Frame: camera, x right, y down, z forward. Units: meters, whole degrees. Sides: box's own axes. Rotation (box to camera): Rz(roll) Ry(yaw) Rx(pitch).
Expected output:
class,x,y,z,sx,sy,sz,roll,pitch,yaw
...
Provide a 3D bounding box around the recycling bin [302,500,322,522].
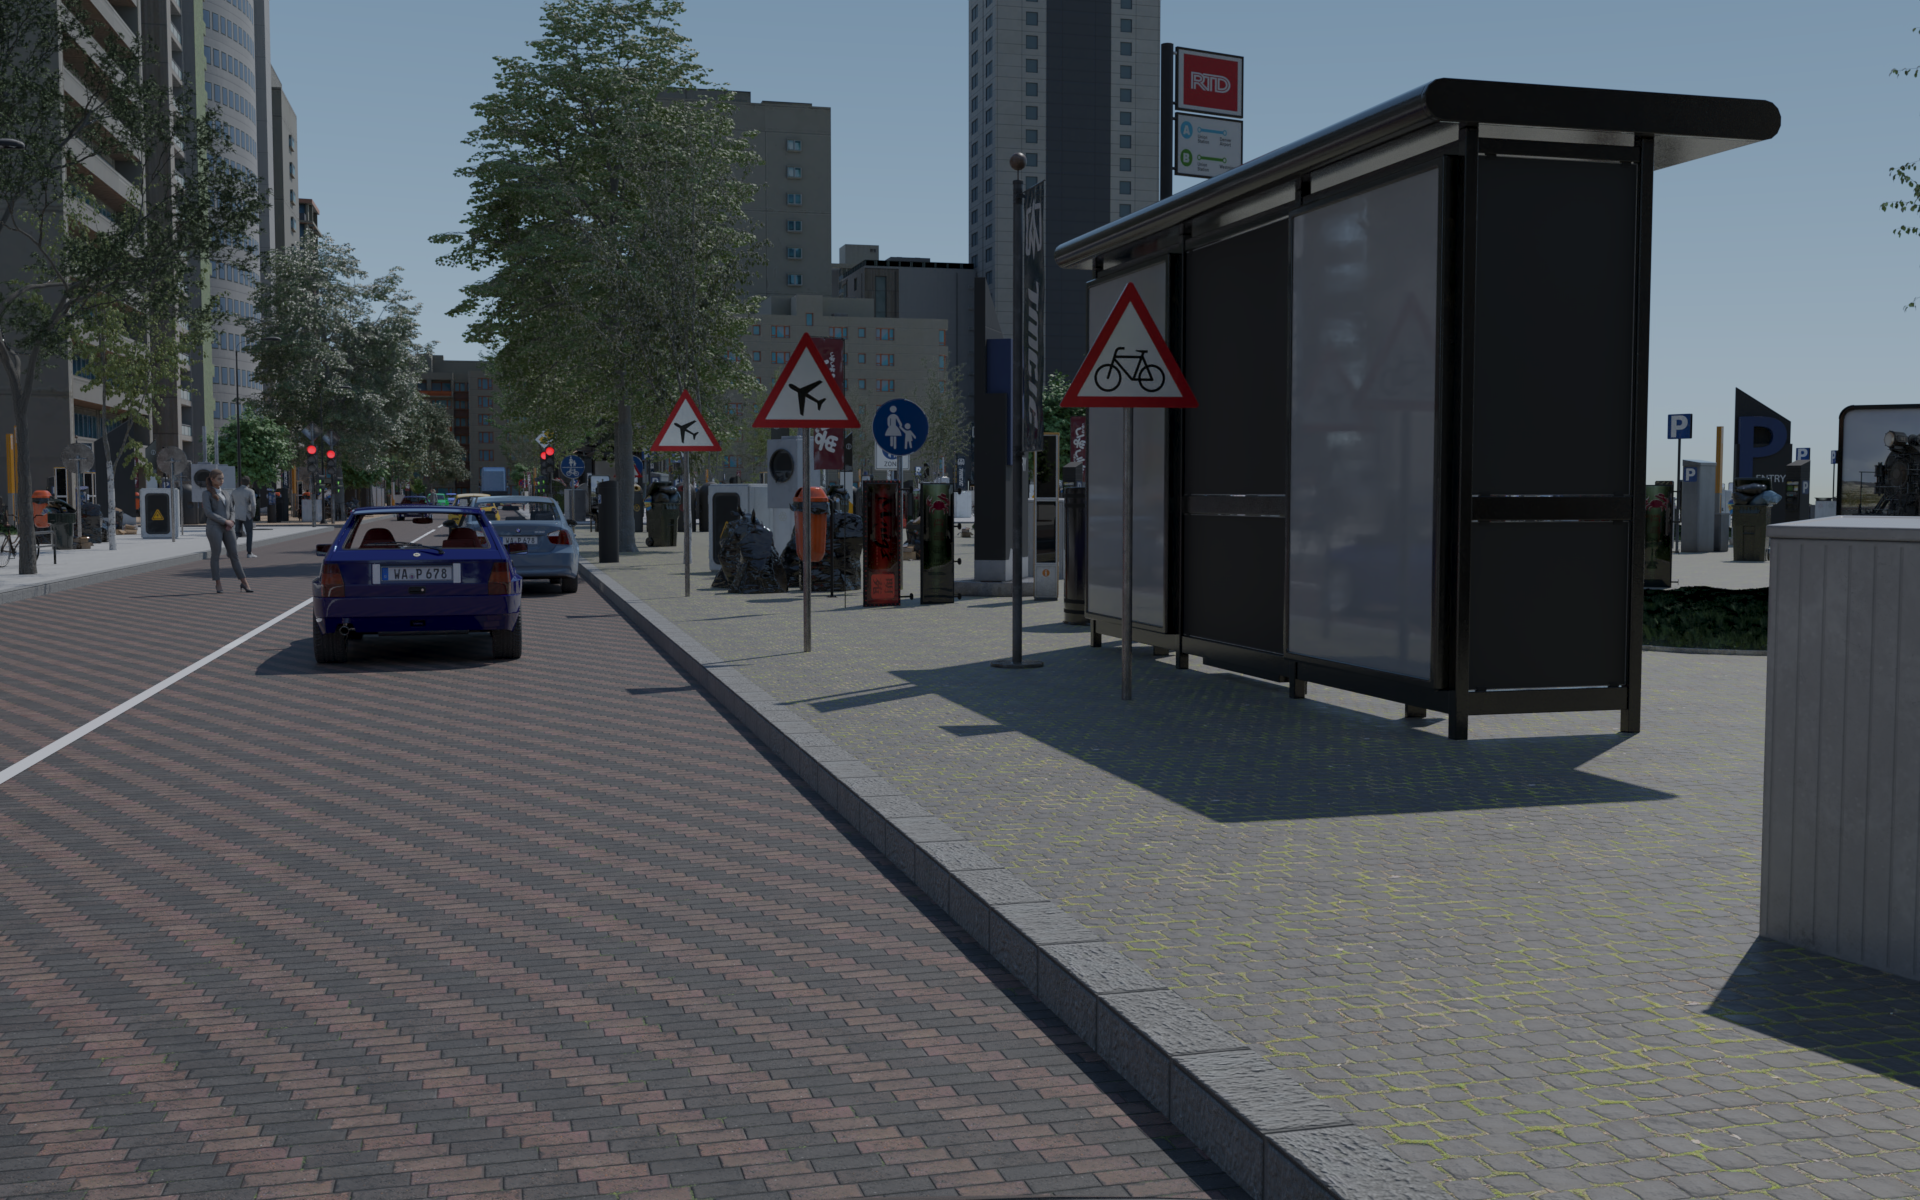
class,x,y,z,sx,sy,sz,roll,pitch,yaw
recycling bin,-29.636,-4.076,79.195,0.722,1.027,0.722,0,4,-7

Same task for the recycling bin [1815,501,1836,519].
class,x,y,z,sx,sy,sz,roll,pitch,yaw
recycling bin,31.036,-3.024,61.994,0.722,1.027,0.722,2,4,32

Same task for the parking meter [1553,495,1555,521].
class,x,y,z,sx,sy,sz,roll,pitch,yaw
parking meter,24.073,-3.912,69.679,0.255,1.863,0.399,-2,4,-27

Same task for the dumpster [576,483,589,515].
class,x,y,z,sx,sy,sz,roll,pitch,yaw
dumpster,-19.163,-5.109,89.295,1.264,1.857,1.865,-1,4,-15

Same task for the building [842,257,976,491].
class,x,y,z,sx,sy,sz,roll,pitch,yaw
building,-6.505,-27.141,215.459,14.107,30.474,14.160,-1,4,-15

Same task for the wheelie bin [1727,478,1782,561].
class,x,y,z,sx,sy,sz,roll,pitch,yaw
wheelie bin,15.241,-1.552,33.277,0.980,1.594,0.693,2,4,33

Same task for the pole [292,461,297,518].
class,x,y,z,sx,sy,sz,roll,pitch,yaw
pole,-36.299,-6.151,94.414,0.158,3.312,0.155,0,3,0

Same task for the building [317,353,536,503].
class,x,y,z,sx,sy,sz,roll,pitch,yaw
building,-77.590,-25.044,254.504,28.899,21.520,27.650,-1,4,-15

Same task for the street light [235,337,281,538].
class,x,y,z,sx,sy,sz,roll,pitch,yaw
street light,-20.745,-4.811,51.195,1.470,5.913,1.316,-1,4,-15

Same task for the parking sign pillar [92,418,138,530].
class,x,y,z,sx,sy,sz,roll,pitch,yaw
parking sign pillar,-29.660,-4.417,60.688,1.447,3.967,1.447,-3,5,-43

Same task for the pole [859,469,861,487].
class,x,y,z,sx,sy,sz,roll,pitch,yaw
pole,-8.224,-9.068,142.099,0.158,3.312,0.155,0,3,0

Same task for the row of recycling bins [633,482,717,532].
class,x,y,z,sx,sy,sz,roll,pitch,yaw
row of recycling bins,-9.836,-3.161,58.795,3.534,1.692,1.069,-1,4,-13

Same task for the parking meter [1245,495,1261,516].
class,x,y,z,sx,sy,sz,roll,pitch,yaw
parking meter,6.660,-2.056,39.330,0.255,1.863,0.399,-1,4,-16

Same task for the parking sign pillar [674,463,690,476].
class,x,y,z,sx,sy,sz,roll,pitch,yaw
parking sign pillar,-15.651,-6.661,97.373,1.447,3.967,1.447,-2,4,-35

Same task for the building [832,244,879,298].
class,x,y,z,sx,sy,sz,roll,pitch,yaw
building,-15.530,-35.518,272.595,23.993,40.220,32.217,-1,4,-15

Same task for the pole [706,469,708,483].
class,x,y,z,sx,sy,sz,roll,pitch,yaw
pole,-20.809,-9.091,142.485,0.158,3.312,0.155,0,3,0

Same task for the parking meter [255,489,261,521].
class,x,y,z,sx,sy,sz,roll,pitch,yaw
parking meter,-33.586,-4.540,82.634,0.372,1.533,0.369,0,3,0

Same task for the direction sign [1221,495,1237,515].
class,x,y,z,sx,sy,sz,roll,pitch,yaw
direction sign,3.257,-1.795,21.344,0.379,3.537,0.876,-1,4,-14

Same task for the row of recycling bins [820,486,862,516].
class,x,y,z,sx,sy,sz,roll,pitch,yaw
row of recycling bins,-5.814,-4.761,84.948,3.534,1.692,1.069,2,4,31

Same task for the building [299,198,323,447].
class,x,y,z,sx,sy,sz,roll,pitch,yaw
building,-105.312,-36.035,243.792,28.867,44.769,22.147,-1,4,-15

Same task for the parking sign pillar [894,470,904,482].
class,x,y,z,sx,sy,sz,roll,pitch,yaw
parking sign pillar,-3.501,-6.671,97.539,1.447,3.967,1.447,1,4,13

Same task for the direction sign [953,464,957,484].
class,x,y,z,sx,sy,sz,roll,pitch,yaw
direction sign,-0.143,-8.419,129.649,0.876,3.537,0.379,1,4,22

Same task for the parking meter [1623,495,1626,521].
class,x,y,z,sx,sy,sz,roll,pitch,yaw
parking meter,15.891,-2.006,41.211,0.372,1.533,0.369,0,3,0

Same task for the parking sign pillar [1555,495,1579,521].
class,x,y,z,sx,sy,sz,roll,pitch,yaw
parking sign pillar,21.576,-4.429,60.893,1.447,3.967,1.447,-2,4,-25

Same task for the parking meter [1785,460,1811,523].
class,x,y,z,sx,sy,sz,roll,pitch,yaw
parking meter,14.245,-1.454,29.482,0.399,1.863,0.255,-3,4,-37

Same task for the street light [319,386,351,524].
class,x,y,z,sx,sy,sz,roll,pitch,yaw
street light,-26.838,-6.232,74.439,1.470,5.913,1.316,-1,4,-15

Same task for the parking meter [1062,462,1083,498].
class,x,y,z,sx,sy,sz,roll,pitch,yaw
parking meter,2.030,-1.563,31.266,0.255,1.863,0.399,2,4,28

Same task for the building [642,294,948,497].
class,x,y,z,sx,sy,sz,roll,pitch,yaw
building,-18.266,-20.605,181.929,27.650,21.520,28.899,-1,4,-15

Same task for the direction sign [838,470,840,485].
class,x,y,z,sx,sy,sz,roll,pitch,yaw
direction sign,-6.672,-6.364,96.047,0.379,3.537,0.876,1,4,9

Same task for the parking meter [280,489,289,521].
class,x,y,z,sx,sy,sz,roll,pitch,yaw
parking meter,-31.726,-4.460,81.329,0.372,1.533,0.369,0,3,0

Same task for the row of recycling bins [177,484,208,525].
class,x,y,z,sx,sy,sz,roll,pitch,yaw
row of recycling bins,-32.867,-4.095,74.070,1.069,1.692,3.534,-1,4,-14

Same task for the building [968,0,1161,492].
class,x,y,z,sx,sy,sz,roll,pitch,yaw
building,11.384,-47.477,214.505,20.611,71.187,20.563,-1,4,-15

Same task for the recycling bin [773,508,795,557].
class,x,y,z,sx,sy,sz,roll,pitch,yaw
recycling bin,-3.362,-1.215,32.424,0.722,1.027,0.722,-3,4,-38

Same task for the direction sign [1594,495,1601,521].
class,x,y,z,sx,sy,sz,roll,pitch,yaw
direction sign,6.947,-1.641,18.829,0.876,3.537,0.379,3,4,37

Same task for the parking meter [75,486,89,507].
class,x,y,z,sx,sy,sz,roll,pitch,yaw
parking meter,-27.034,-2.749,53.363,0.372,1.533,0.369,0,3,0

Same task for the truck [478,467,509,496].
class,x,y,z,sx,sy,sz,roll,pitch,yaw
truck,-45.189,-10.925,168.384,2.967,4.110,18.799,-1,4,-16

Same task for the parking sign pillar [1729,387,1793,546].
class,x,y,z,sx,sy,sz,roll,pitch,yaw
parking sign pillar,20.125,-3.362,43.433,1.447,3.967,1.447,1,4,15

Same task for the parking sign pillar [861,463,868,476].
class,x,y,z,sx,sy,sz,roll,pitch,yaw
parking sign pillar,-8.174,-9.907,150.448,1.447,3.967,1.447,1,4,14

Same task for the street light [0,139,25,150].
class,x,y,z,sx,sy,sz,roll,pitch,yaw
street light,-12.931,-3.067,22.683,1.470,5.913,1.316,-1,4,-15

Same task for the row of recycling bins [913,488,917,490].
class,x,y,z,sx,sy,sz,roll,pitch,yaw
row of recycling bins,-3.641,-8.598,147.693,1.069,1.692,3.534,-1,4,-23

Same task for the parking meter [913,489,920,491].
class,x,y,z,sx,sy,sz,roll,pitch,yaw
parking meter,-2.102,-4.616,83.874,0.372,1.533,0.369,0,3,0

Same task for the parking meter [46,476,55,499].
class,x,y,z,sx,sy,sz,roll,pitch,yaw
parking meter,-26.999,-2.810,51.649,0.399,1.863,0.255,-3,5,-40

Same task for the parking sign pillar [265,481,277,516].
class,x,y,z,sx,sy,sz,roll,pitch,yaw
parking sign pillar,-41.086,-6.961,102.286,1.447,3.967,1.447,-3,4,-38

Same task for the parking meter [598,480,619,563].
class,x,y,z,sx,sy,sz,roll,pitch,yaw
parking meter,-6.576,-1.468,32.408,0.372,1.533,0.369,0,3,0

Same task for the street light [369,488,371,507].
class,x,y,z,sx,sy,sz,roll,pitch,yaw
street light,-34.711,-8.006,103.446,1.470,5.913,1.316,-1,4,-15

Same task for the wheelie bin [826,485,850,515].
class,x,y,z,sx,sy,sz,roll,pitch,yaw
wheelie bin,-4.137,-3.111,58.766,0.693,1.594,0.980,2,4,35

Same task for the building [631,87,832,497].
class,x,y,z,sx,sy,sz,roll,pitch,yaw
building,-27.315,-35.541,204.789,21.300,48.544,21.600,-1,4,-15

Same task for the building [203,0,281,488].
class,x,y,z,sx,sy,sz,roll,pitch,yaw
building,-73.953,-37.436,154.078,21.231,58.520,28.212,-1,4,-15

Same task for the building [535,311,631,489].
class,x,y,z,sx,sy,sz,roll,pitch,yaw
building,-54.921,-29.418,252.686,14.107,30.474,14.160,-1,4,-15

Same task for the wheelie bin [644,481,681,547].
class,x,y,z,sx,sy,sz,roll,pitch,yaw
wheelie bin,-7.242,-2.106,42.341,0.693,1.594,0.980,2,4,35

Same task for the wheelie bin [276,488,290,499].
class,x,y,z,sx,sy,sz,roll,pitch,yaw
wheelie bin,-36.306,-5.182,92.640,0.980,1.594,0.693,2,4,29

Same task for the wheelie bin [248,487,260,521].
class,x,y,z,sx,sy,sz,roll,pitch,yaw
wheelie bin,-33.284,-4.486,81.247,0.980,1.594,0.693,2,4,29

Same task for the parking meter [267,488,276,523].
class,x,y,z,sx,sy,sz,roll,pitch,yaw
parking meter,-30.452,-4.171,76.599,0.372,1.533,0.369,0,3,0

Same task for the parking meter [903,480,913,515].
class,x,y,z,sx,sy,sz,roll,pitch,yaw
parking meter,-2.158,-4.065,72.169,0.255,1.863,0.399,-3,5,-43

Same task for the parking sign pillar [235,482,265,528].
class,x,y,z,sx,sy,sz,roll,pitch,yaw
parking sign pillar,-27.421,-4.706,65.418,1.447,3.967,1.447,0,4,2

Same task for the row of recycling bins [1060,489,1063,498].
class,x,y,z,sx,sy,sz,roll,pitch,yaw
row of recycling bins,9.608,-8.818,151.294,3.534,1.692,1.069,3,4,37

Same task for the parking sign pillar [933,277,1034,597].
class,x,y,z,sx,sy,sz,roll,pitch,yaw
parking sign pillar,0.540,-2.063,22.207,1.447,3.967,1.447,1,4,15

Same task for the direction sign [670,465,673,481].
class,x,y,z,sx,sy,sz,roll,pitch,yaw
direction sign,-22.214,-8.751,135.081,0.379,3.537,0.876,3,5,44
